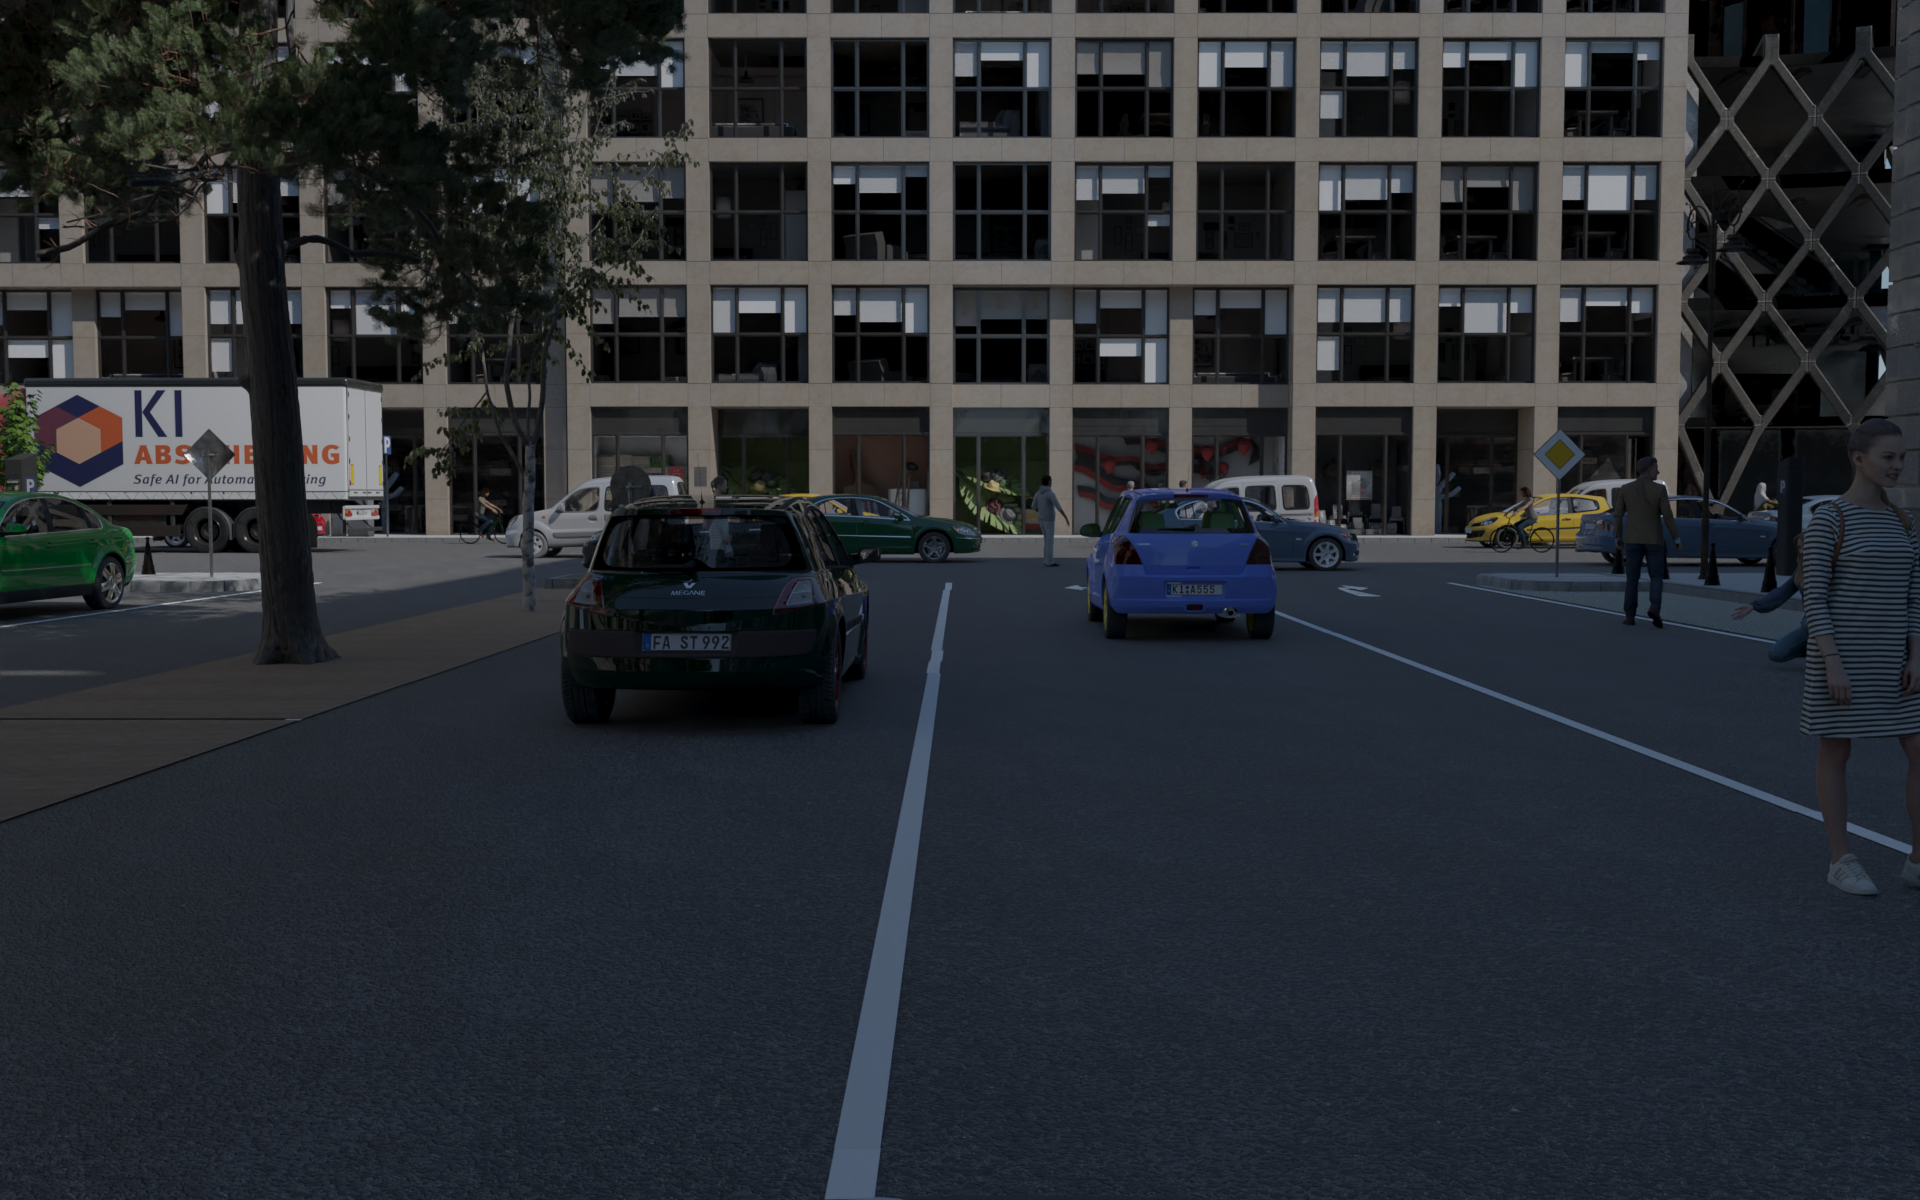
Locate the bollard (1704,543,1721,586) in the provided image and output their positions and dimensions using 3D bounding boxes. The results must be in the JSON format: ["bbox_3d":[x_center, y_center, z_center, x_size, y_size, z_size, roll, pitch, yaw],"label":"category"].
[{"bbox_3d":[10.569,-0.506,24.319,0.229,0.601,0.229,0,3,0],"label":"bollard"}]

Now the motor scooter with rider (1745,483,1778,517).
[{"bbox_3d":[21.844,-2.301,46.592,1.986,1.779,0.876,0,4,2],"label":"motor scooter with rider"}]

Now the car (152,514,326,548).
[{"bbox_3d":[-19.559,-2.314,46.881,4.494,1.783,2.155,0,4,2],"label":"car"}]

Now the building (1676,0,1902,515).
[{"bbox_3d":[30.472,-11.890,61.846,16.811,18.784,16.820,0,3,0],"label":"building"}]

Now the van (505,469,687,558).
[{"bbox_3d":[-8.209,-1.976,39.317,4.112,2.044,2.013,0,4,0],"label":"van"}]

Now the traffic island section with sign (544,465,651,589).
[{"bbox_3d":[-5.247,-1.152,26.967,2.006,1.907,1.989,0,3,0],"label":"traffic island section with sign"}]

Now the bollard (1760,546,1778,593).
[{"bbox_3d":[10.565,-0.400,22.588,0.229,0.601,0.229,0,3,0],"label":"bollard"}]

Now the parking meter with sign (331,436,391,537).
[{"bbox_3d":[-18.012,-3.408,51.981,1.738,3.016,0.543,0,4,5],"label":"parking meter with sign"}]

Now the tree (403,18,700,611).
[{"bbox_3d":[-5.252,-4.172,21.038,4.360,8.622,3.978,0,3,0],"label":"tree"}]

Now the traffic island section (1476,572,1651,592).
[{"bbox_3d":[9.215,-0.270,26.700,2.009,0.180,2.903,0,3,0],"label":"traffic island section"}]

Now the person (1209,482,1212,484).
[{"bbox_3d":[7.098,-2.371,47.623,0.532,1.782,0.716,-3,4,-38],"label":"person"}]

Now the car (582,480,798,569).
[{"bbox_3d":[-4.378,-1.230,29.891,4.222,1.686,2.009,0,4,0],"label":"car"}]

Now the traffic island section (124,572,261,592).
[{"bbox_3d":[-11.576,-0.273,26.745,2.009,0.180,2.903,0,3,0],"label":"traffic island section"}]

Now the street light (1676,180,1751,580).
[{"bbox_3d":[11.200,-3.248,25.894,0.468,5.910,1.993,0,3,0],"label":"street light"}]

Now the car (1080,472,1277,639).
[{"bbox_3d":[2.269,-0.542,18.448,1.945,1.707,3.694,0,4,0],"label":"car"}]

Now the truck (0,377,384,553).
[{"bbox_3d":[-20.282,-3.309,43.015,11.283,4.237,2.839,0,4,2],"label":"truck"}]

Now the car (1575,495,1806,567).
[{"bbox_3d":[14.805,-1.402,34.921,4.499,1.417,2.014,0,4,-1],"label":"car"}]

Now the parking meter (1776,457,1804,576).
[{"bbox_3d":[13.049,-1.317,27.238,0.255,1.863,0.399,0,4,3],"label":"parking meter"}]

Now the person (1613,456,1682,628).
[{"bbox_3d":[7.439,-0.631,18.736,0.656,1.842,0.836,0,4,5],"label":"person"}]

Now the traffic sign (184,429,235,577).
[{"bbox_3d":[-11.552,-1.409,26.683,0.795,2.450,0.064,0,3,0],"label":"traffic sign"}]

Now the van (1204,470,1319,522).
[{"bbox_3d":[5.930,-1.938,38.697,4.112,2.044,2.013,0,4,-1],"label":"van"}]

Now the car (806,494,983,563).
[{"bbox_3d":[-1.969,-1.528,36.781,4.920,1.459,2.131,0,4,0],"label":"car"}]

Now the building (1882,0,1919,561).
[{"bbox_3d":[18.887,-13.149,12.244,12.463,27.353,25.104,0,3,0],"label":"building"}]

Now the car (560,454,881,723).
[{"bbox_3d":[-1.590,-0.149,12.215,2.009,1.686,4.222,0,4,1],"label":"car"}]

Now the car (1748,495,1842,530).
[{"bbox_3d":[20.410,-1.694,39.697,4.499,1.417,2.014,0,4,1],"label":"car"}]

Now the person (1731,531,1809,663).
[{"bbox_3d":[6.878,0.004,13.935,0.738,1.151,1.012,-1,4,-21],"label":"person"}]

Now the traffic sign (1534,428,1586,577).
[{"bbox_3d":[9.192,-1.406,26.623,0.795,2.450,0.064,0,3,0],"label":"traffic sign"}]

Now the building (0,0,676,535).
[{"bbox_3d":[-29.158,-15.783,62.574,34.151,26.468,19.350,0,3,0],"label":"building"}]

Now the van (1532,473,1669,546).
[{"bbox_3d":[17.612,-2.527,48.330,4.112,2.044,2.013,0,4,2],"label":"van"}]

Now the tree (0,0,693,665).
[{"bbox_3d":[-5.891,-6.402,14.547,7.806,13.903,7.818,0,3,0],"label":"tree"}]

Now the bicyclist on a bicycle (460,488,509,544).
[{"bbox_3d":[-13.546,-2.422,49.622,1.625,1.676,1.499,0,4,1],"label":"bicyclist on a bicycle"}]

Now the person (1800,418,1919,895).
[{"bbox_3d":[3.274,0.199,6.254,0.512,1.701,0.522,-1,4,-12],"label":"person"}]

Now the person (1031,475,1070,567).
[{"bbox_3d":[1.803,-1.564,34.227,0.789,1.805,0.875,-3,5,-40],"label":"person"}]

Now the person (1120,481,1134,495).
[{"bbox_3d":[4.523,-2.283,46.221,0.661,1.777,0.834,1,4,12],"label":"person"}]

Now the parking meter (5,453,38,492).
[{"bbox_3d":[-13.283,-1.152,24.541,0.255,1.863,0.399,1,4,8],"label":"parking meter"}]

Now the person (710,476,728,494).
[{"bbox_3d":[-3.542,-0.978,25.499,0.522,1.701,0.512,0,4,-8],"label":"person"}]

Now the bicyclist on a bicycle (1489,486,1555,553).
[{"bbox_3d":[13.703,-1.968,42.202,1.625,1.676,1.499,0,4,-1],"label":"bicyclist on a bicycle"}]

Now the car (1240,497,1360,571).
[{"bbox_3d":[5.335,-1.288,33.054,4.499,1.417,2.014,0,4,1],"label":"car"}]

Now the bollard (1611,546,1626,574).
[{"bbox_3d":[10.572,-0.719,27.791,0.229,0.601,0.229,0,3,0],"label":"bollard"}]

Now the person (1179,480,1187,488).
[{"bbox_3d":[5.716,-2.212,44.941,0.850,1.792,0.678,-1,4,-17],"label":"person"}]

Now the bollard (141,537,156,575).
[{"bbox_3d":[-12.933,-0.706,27.583,0.229,0.601,0.229,0,3,0],"label":"bollard"}]

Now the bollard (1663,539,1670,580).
[{"bbox_3d":[10.575,-0.613,26.059,0.229,0.601,0.229,0,3,0],"label":"bollard"}]

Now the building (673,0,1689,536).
[{"bbox_3d":[4.991,-15.748,62.002,34.151,26.468,19.350,0,3,0],"label":"building"}]

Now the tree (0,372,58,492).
[{"bbox_3d":[-14.743,-1.992,27.163,1.663,3.219,1.824,0,3,0],"label":"tree"}]

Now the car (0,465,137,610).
[{"bbox_3d":[-11.475,-0.697,20.199,1.959,1.807,4.718,0,4,2],"label":"car"}]

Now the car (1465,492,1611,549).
[{"bbox_3d":[15.506,-2.194,46.098,3.980,1.641,2.015,0,3,0],"label":"car"}]

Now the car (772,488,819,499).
[{"bbox_3d":[-3.966,-2.385,49.224,3.980,1.641,2.015,0,4,1],"label":"car"}]
